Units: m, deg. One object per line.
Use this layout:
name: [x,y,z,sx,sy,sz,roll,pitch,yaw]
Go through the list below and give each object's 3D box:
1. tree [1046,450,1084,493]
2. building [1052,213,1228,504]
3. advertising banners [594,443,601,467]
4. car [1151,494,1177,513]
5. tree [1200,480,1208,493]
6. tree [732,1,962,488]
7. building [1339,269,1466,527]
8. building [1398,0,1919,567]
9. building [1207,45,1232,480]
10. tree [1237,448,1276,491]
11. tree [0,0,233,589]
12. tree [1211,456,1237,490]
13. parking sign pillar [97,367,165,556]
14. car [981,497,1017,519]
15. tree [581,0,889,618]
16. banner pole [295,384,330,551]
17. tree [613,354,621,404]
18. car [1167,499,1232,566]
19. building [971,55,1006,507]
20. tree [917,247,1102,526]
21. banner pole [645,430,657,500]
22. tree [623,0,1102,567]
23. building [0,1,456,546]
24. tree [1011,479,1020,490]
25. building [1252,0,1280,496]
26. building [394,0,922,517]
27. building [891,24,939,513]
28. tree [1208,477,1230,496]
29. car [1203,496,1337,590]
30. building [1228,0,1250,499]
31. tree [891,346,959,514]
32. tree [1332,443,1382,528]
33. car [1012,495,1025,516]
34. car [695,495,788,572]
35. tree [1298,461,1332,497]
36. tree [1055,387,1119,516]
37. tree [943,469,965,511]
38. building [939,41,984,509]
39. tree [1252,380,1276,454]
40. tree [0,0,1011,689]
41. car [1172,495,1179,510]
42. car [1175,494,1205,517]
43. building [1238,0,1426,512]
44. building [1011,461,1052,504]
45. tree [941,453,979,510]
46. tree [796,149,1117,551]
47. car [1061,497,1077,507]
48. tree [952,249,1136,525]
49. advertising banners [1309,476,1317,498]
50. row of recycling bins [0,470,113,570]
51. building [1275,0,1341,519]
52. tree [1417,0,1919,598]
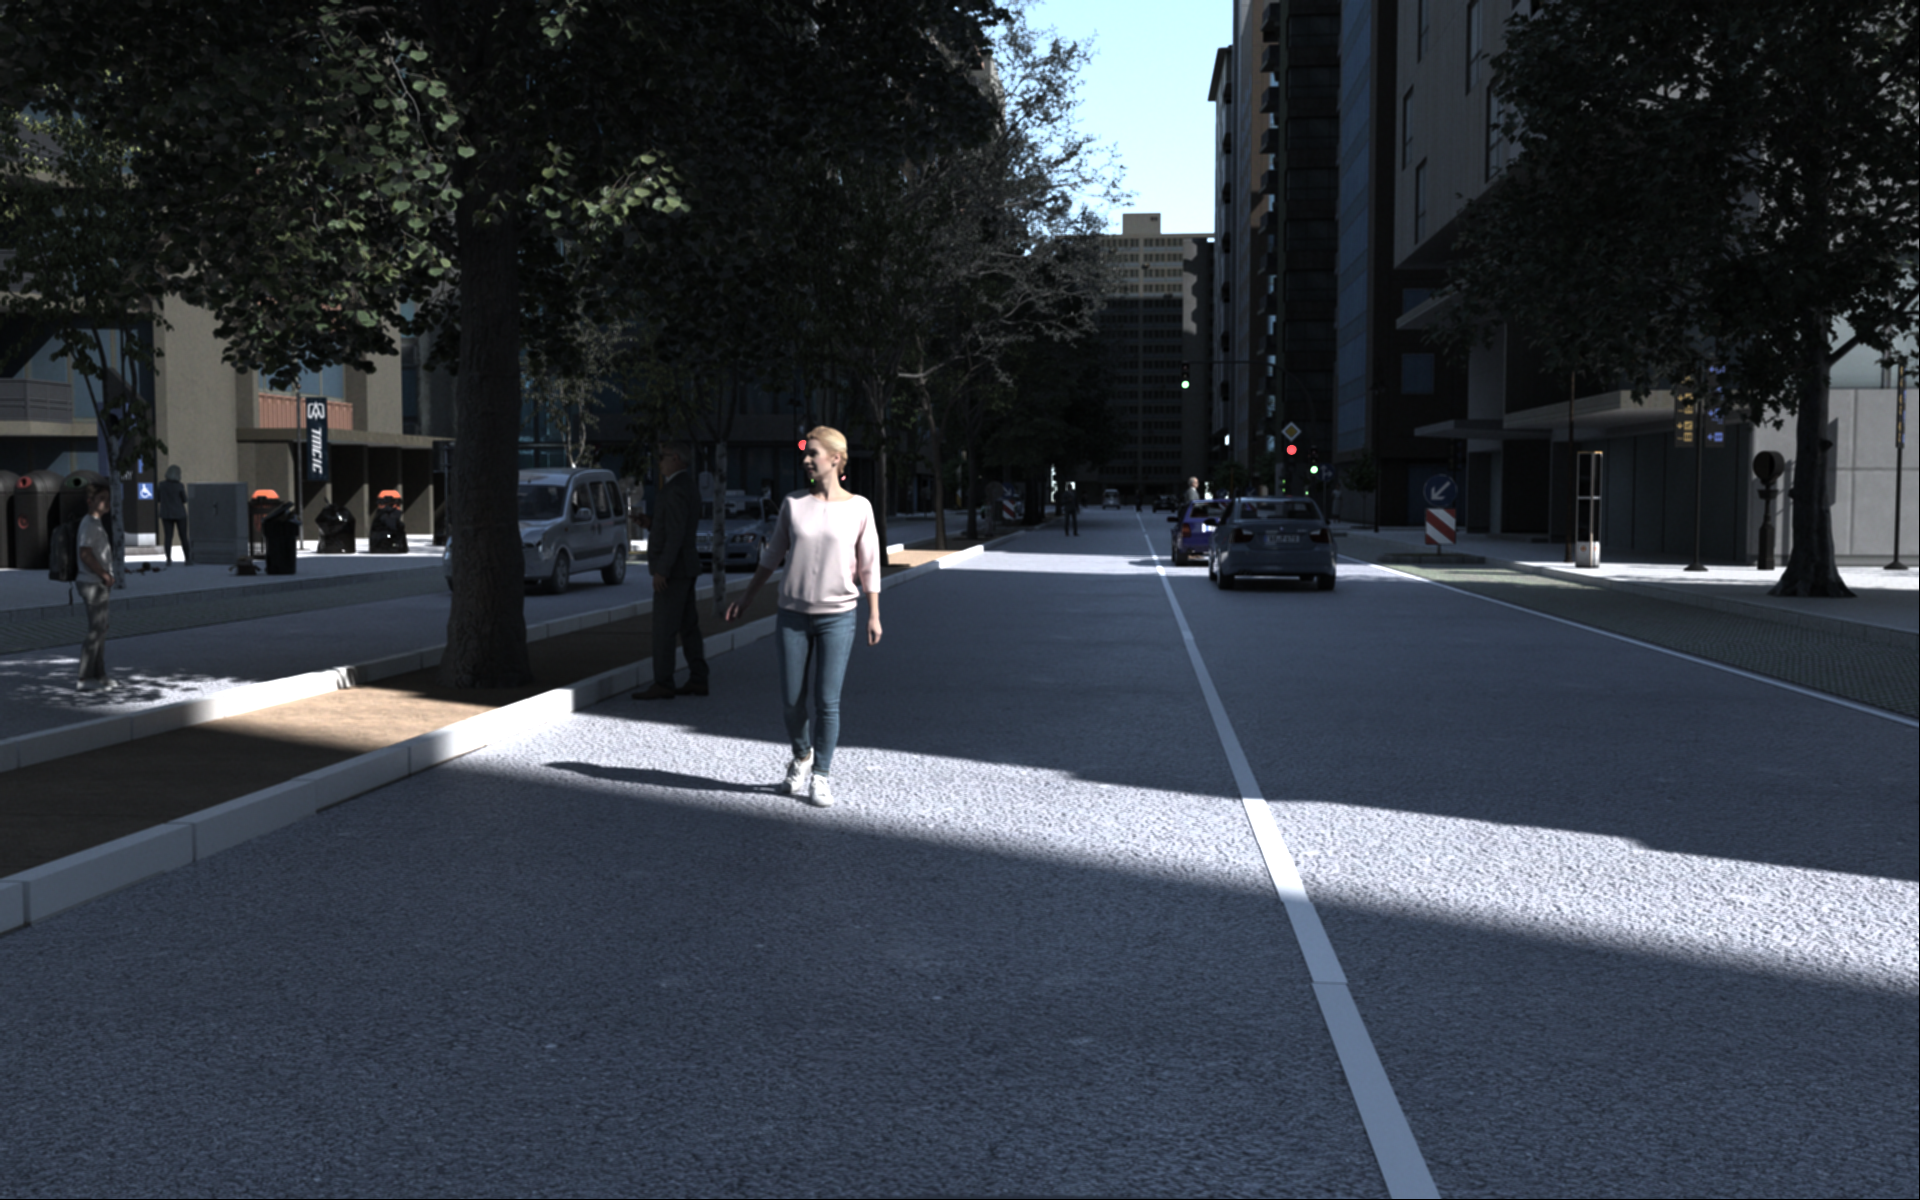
tree: [8.113,-10.908,131.169,4.360,8.622,3.978,0,3,0]
building: [25.193,-33.651,242.069,23.993,40.220,32.217,0,4,6]
advertising banners: [-12.657,-3.835,58.894,0.090,3.025,2.074,1,4,15]
car: [15.819,-7.623,134.419,2.009,1.686,4.222,0,4,6]
tree: [26.406,-11.492,182.493,1.663,3.219,1.824,0,3,0]
tree: [-1.965,-4.389,24.575,4.737,8.622,4.395,0,3,0]
building: [23.808,-25.842,72.628,14.200,45.320,14.600,0,4,6]
building: [26.309,-27.667,41.587,28.713,52.752,27.495,0,4,6]
building: [43.494,-37.371,200.254,28.713,52.752,27.495,0,4,6]
tree: [20.034,-7.665,109.038,4.285,4.588,4.351,0,3,0]
tree: [-11.480,-4.440,22.960,4.737,8.622,4.395,0,3,0]
tree: [22.640,-9.864,144.992,4.285,4.588,4.351,0,3,0]
parking sign pillar: [-17.564,-2.935,36.467,1.447,3.967,1.447,2,4,31]
car: [2.290,-5.689,101.810,1.959,1.807,4.718,0,4,7]
tree: [-2.773,-4.108,19.992,4.360,8.622,3.978,0,3,0]
banner pole: [-14.790,-3.022,39.426,0.863,3.779,0.401,0,4,-6]
tree: [-9.180,-6.375,54.595,4.737,8.622,4.395,0,3,0]
car: [5.247,-1.409,35.613,1.945,1.354,3.894,0,4,5]
building: [-6.547,-34.234,183.425,21.300,48.544,21.600,0,4,6]
tree: [1.826,-9.149,70.167,7.486,12.596,7.792,0,3,0]
banner pole: [-10.977,-4.386,61.726,0.401,3.779,0.863,2,4,27]
tree: [-1.566,-7.389,33.640,12.009,13.543,11.850,0,3,0]
building: [-30.549,-24.118,48.959,28.867,44.769,22.147,0,4,6]
tree: [5.823,-12.435,197.912,1.663,3.219,1.824,0,3,0]
building: [32.865,-28.663,123.269,22.147,44.769,28.867,0,4,6]
building: [-14.768,-28.642,87.900,23.786,49.044,30.456,0,4,6]
building: [-9.125,-28.947,123.387,14.600,45.320,14.200,0,4,6]
tree: [23.891,-10.010,158.266,1.663,3.219,1.824,0,3,0]
car: [4.870,-0.934,27.266,2.014,1.417,4.499,0,4,5]
building: [37.606,-38.576,172.716,21.231,58.520,28.212,0,4,6]
tree: [-3.115,-11.341,111.185,9.928,11.665,9.643,0,3,0]
tree: [15.378,-4.352,65.759,1.663,3.219,1.824,0,3,0]
car: [3.234,-6.139,112.382,2.014,1.417,4.499,0,4,4]
car: [-4.392,-1.307,33.364,2.014,1.417,4.499,0,4,4]
tree: [17.679,-5.597,86.118,1.663,3.219,1.824,0,3,0]
tree: [6.406,-11.179,110.994,9.928,11.665,9.643,0,3,0]
tree: [-0.624,-8.446,132.691,1.663,3.219,1.824,0,3,0]
building: [-9.450,-30.819,158.516,22.147,44.769,28.867,0,4,6]
tree: [19.742,-9.414,104.273,4.360,8.622,3.978,0,3,0]
tree: [-3.569,-6.334,12.678,9.857,13.997,8.962,0,3,0]
car: [18.541,-8.714,154.841,2.083,1.381,4.827,0,4,7]
car: [13.558,-5.577,100.975,2.009,1.686,4.222,0,4,6]
building: [32.025,-30.721,152.395,14.600,45.320,14.200,0,4,6]
building: [5.322,-28.330,234.889,14.107,30.474,14.160,0,4,6]
tree: [0.124,-9.688,142.118,4.285,4.588,4.351,0,3,0]
tree: [-0.414,-6.525,43.551,8.767,10.594,7.601,0,4,6]
car: [12.392,-11.527,198.260,2.009,1.686,4.222,0,4,5]
tree: [3.178,-9.739,78.704,9.611,12.733,9.660,0,3,0]
advertising banners: [15.336,-4.843,75.374,0.090,3.025,2.074,2,4,24]
row of recycling bins: [-16.213,-1.391,29.860,3.534,1.692,1.069,1,4,13]
building: [24.046,-19.665,93.222,14.160,30.474,14.107,0,4,6]
tree: [10.624,-6.391,21.506,9.611,12.733,9.660,0,3,0]
